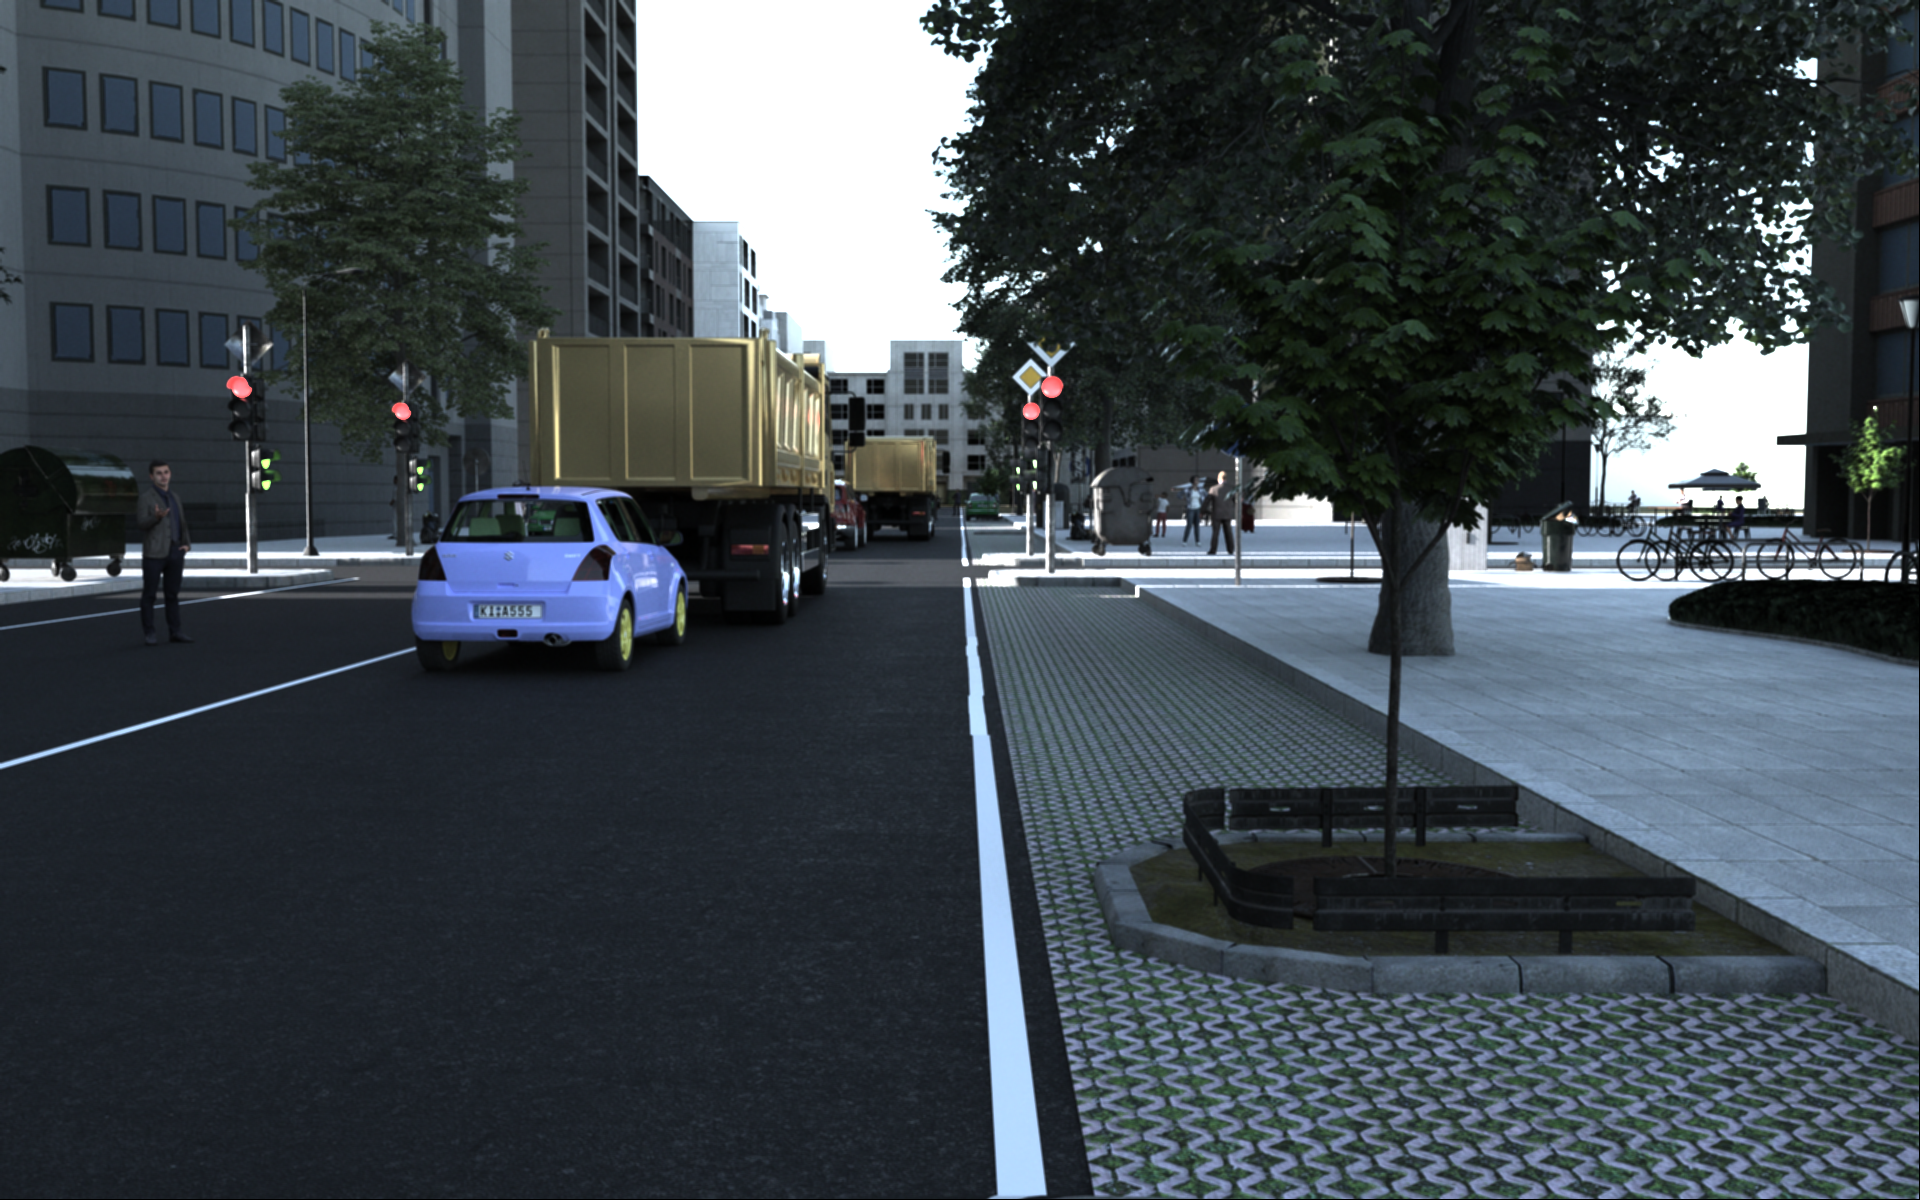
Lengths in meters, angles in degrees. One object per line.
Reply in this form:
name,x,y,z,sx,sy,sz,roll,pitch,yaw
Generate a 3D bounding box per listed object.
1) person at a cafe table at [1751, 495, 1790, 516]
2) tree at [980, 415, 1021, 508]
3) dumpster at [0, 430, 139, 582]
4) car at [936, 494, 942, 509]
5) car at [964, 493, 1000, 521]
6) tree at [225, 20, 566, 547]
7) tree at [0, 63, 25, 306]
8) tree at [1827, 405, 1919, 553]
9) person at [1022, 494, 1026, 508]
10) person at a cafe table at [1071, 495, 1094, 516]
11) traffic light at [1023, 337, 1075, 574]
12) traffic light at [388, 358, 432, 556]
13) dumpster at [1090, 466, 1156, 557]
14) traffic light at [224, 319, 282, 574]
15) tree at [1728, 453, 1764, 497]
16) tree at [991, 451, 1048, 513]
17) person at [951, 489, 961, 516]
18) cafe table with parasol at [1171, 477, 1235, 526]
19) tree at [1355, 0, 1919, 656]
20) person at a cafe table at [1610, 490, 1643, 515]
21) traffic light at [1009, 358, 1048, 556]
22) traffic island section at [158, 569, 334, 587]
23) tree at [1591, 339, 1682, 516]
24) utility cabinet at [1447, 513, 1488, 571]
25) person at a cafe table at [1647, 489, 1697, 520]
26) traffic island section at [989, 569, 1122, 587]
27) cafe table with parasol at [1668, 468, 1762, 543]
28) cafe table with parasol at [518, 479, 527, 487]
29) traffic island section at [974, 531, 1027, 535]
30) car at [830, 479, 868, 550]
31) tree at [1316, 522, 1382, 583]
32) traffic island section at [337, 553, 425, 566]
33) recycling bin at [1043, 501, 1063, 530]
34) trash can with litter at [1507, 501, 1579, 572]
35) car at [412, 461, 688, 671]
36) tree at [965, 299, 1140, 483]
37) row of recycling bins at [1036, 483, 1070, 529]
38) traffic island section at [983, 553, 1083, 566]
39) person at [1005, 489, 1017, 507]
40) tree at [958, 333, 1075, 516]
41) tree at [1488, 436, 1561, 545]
person at a cafe table,44.517,-5.173,95.445,1.726,1.238,1.698,-3,5,-41
tree,3.642,-12.605,156.461,4.360,8.622,3.978,0,3,0
dumpster,-13.572,-1.444,26.101,1.502,2.255,1.985,0,3,0
car,-2.838,-9.998,173.249,2.009,1.686,4.222,0,4,-1
car,1.191,-5.136,92.767,1.959,1.807,4.718,0,4,0
tree,-13.464,-7.561,41.745,7.486,12.596,7.792,0,3,0
tree,-14.031,-5.155,18.690,7.601,10.594,8.767,0,4,3
tree,19.831,-2.634,37.660,1.663,3.219,1.824,0,3,0
person,5.923,-9.636,164.387,0.445,1.727,0.742,1,4,22
person at a cafe table,7.364,-5.517,101.063,1.726,1.238,1.698,2,4,30
traffic light,1.445,-2.384,27.907,0.839,4.253,0.868,0,3,0
traffic light,-11.418,-2.872,35.873,0.839,4.253,0.868,0,3,0
dumpster,3.417,-1.866,36.263,1.264,1.857,1.865,0,3,0
traffic light,-11.416,-2.383,27.888,0.839,4.253,0.868,0,3,0
tree,35.498,-5.152,78.830,1.663,3.219,1.824,0,3,0
tree,4.357,-8.112,116.351,4.285,4.588,4.351,0,3,0
person,-0.272,-6.508,115.362,0.568,1.767,0.683,3,5,45
cafe table with parasol,9.960,-3.979,69.926,2.610,1.966,2.610,2,4,26
tree,3.772,-6.543,13.631,9.857,13.997,8.962,0,3,0
person at a cafe table,40.582,-5.903,105.026,1.622,1.524,1.698,-2,4,-33
traffic light,1.443,-2.873,35.892,0.839,4.253,0.868,0,3,0
traffic island section,-11.457,-0.351,28.023,2.009,0.180,2.903,0,3,0
tree,33.686,-9.502,89.763,7.601,10.594,8.767,0,4,-1
utility cabinet,8.254,-1.084,28.883,1.020,1.237,0.306,0,4,7
person at a cafe table,30.268,-3.952,73.128,1.622,1.524,1.698,-2,4,-31
traffic island section,1.485,-0.351,28.021,2.009,0.180,2.903,0,3,0
cafe table with parasol,19.788,-2.485,45.494,2.610,1.966,2.610,-2,4,-23
cafe table with parasol,-20.988,-4.604,80.135,2.610,1.966,2.610,-1,4,-19
traffic island section,1.481,-2.365,61.529,1.991,0.108,1.994,0,3,0
car,-3.604,-2.257,45.575,2.281,1.827,5.304,0,4,1
tree,5.829,-1.883,25.382,1.663,3.219,1.824,0,3,0
traffic island section,-11.458,-0.840,36.008,2.009,0.180,2.903,0,3,0
recycling bin,3.360,-3.049,62.413,0.722,1.027,0.722,0,4,4
trash can with litter,9.648,-1.057,28.669,1.055,1.170,0.624,1,4,11
car,-3.498,-0.352,15.339,1.945,1.707,3.694,0,4,1
tree,4.234,-8.758,77.599,8.767,10.594,7.601,1,4,10
row of recycling bins,3.499,-3.521,64.684,1.069,1.692,3.534,0,4,-5
traffic island section,1.483,-0.839,36.006,2.009,0.180,2.903,0,3,0
person,4.939,-9.797,166.360,1.348,1.807,0.705,2,4,34
tree,3.424,-10.863,103.368,9.928,11.665,9.643,0,3,0
tree,13.606,-3.708,44.344,4.285,4.588,4.351,0,3,0
